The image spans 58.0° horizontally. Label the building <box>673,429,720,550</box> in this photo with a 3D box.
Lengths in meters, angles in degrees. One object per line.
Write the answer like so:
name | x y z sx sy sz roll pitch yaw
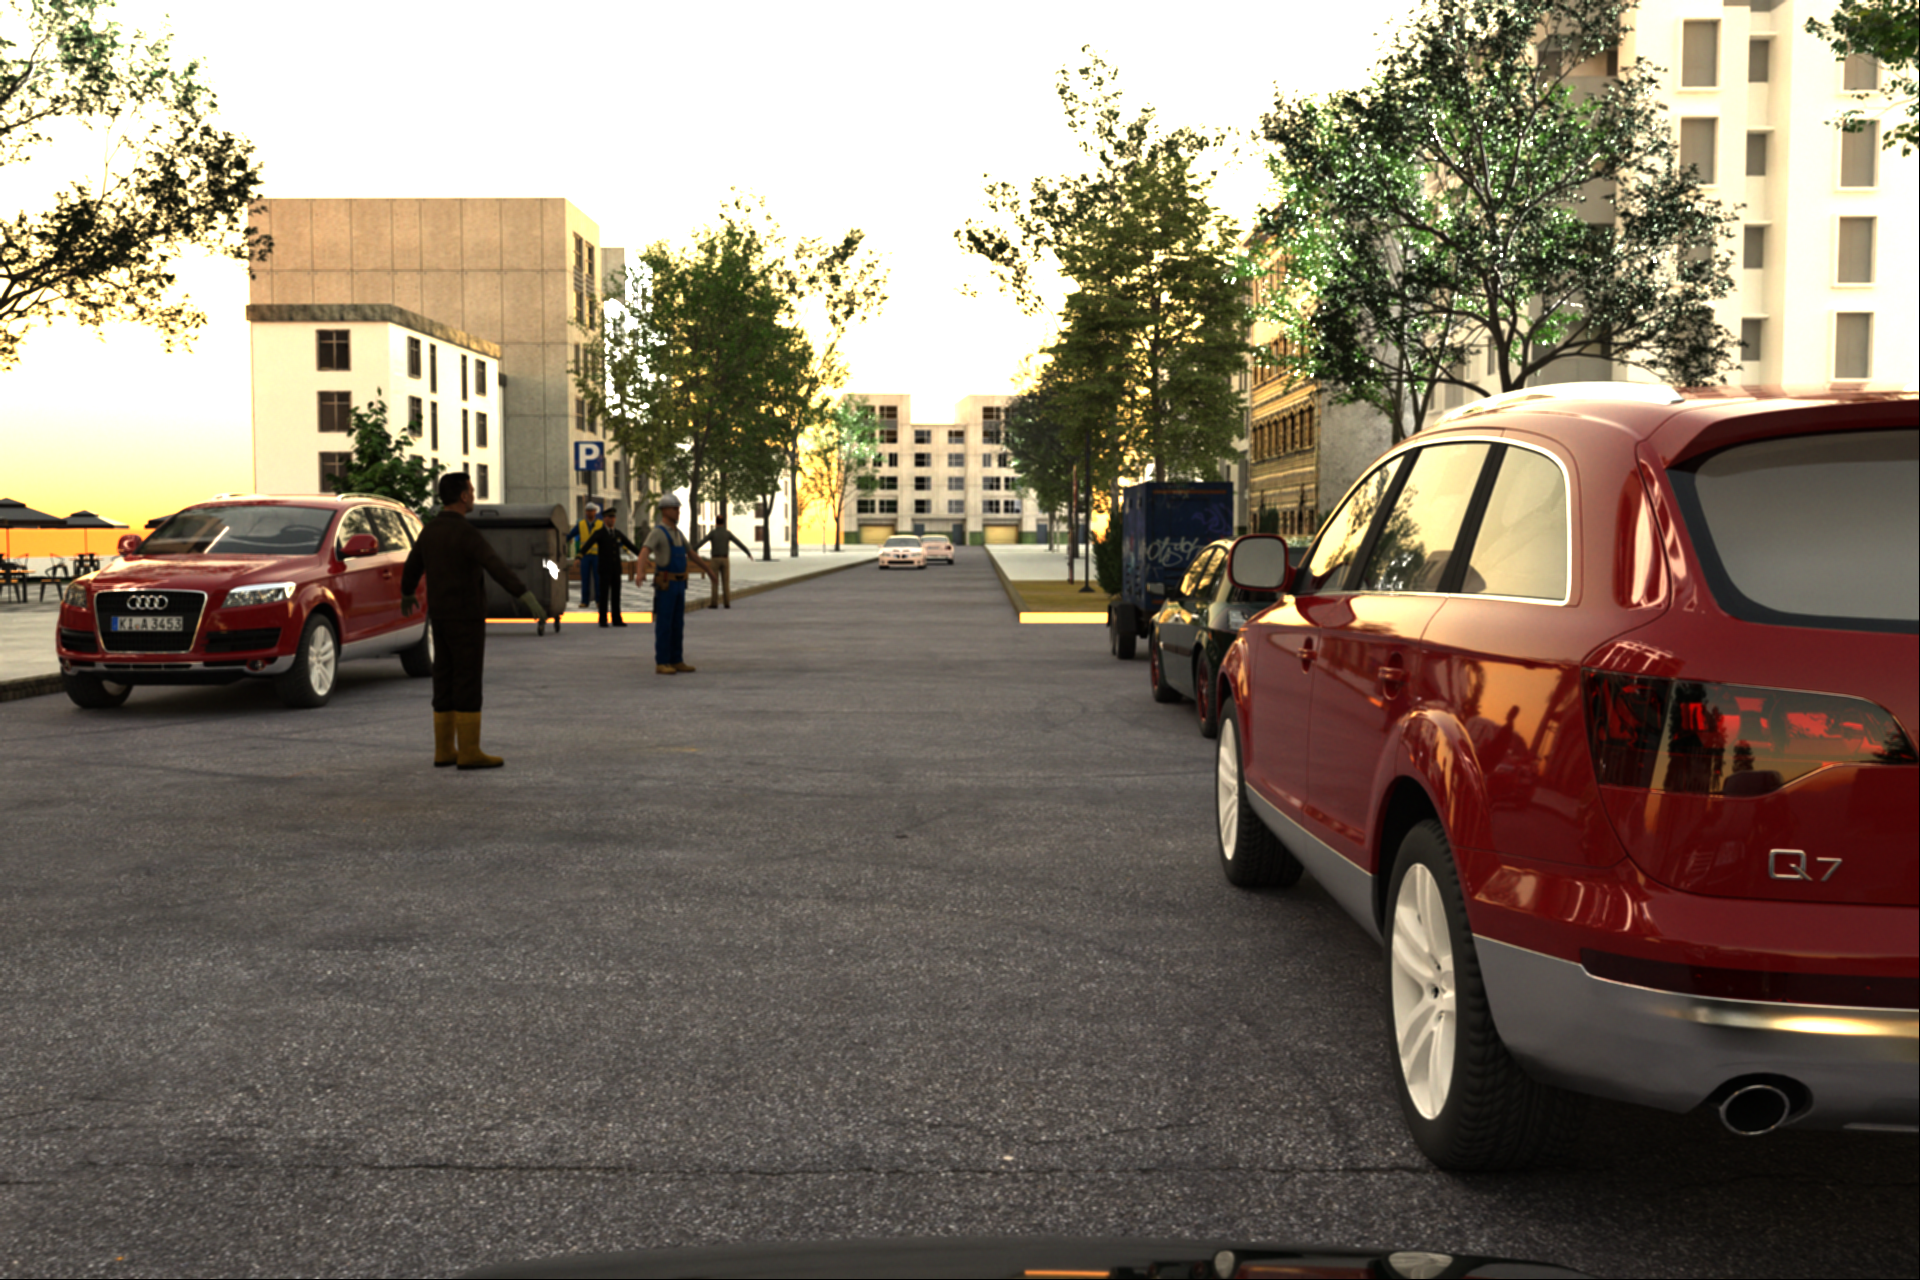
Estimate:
building | -25.401 -12.823 151.797 9.099 9.664 28.070 0 4 1

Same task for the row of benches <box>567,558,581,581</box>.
row of benches | -9.448 -1.667 42.716 1.422 0.672 4.104 -1 4 -13

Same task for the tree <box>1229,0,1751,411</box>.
tree | 8.332 -5.627 26.416 7.601 10.594 8.767 3 4 38

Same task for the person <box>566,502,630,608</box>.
person | -6.430 -1.482 30.197 1.349 1.833 0.705 0 4 -3

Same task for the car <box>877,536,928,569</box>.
car | -2.346 -3.629 71.699 2.083 1.381 4.827 0 4 1

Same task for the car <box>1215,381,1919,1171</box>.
car | 2.071 0.198 5.433 2.281 1.827 5.304 0 4 1

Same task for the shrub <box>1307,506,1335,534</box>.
shrub | 9.976 -2.563 46.328 1.690 2.028 1.600 0 3 0

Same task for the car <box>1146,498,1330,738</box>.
car | 2.526 -0.232 13.578 2.009 1.686 4.222 0 4 -1

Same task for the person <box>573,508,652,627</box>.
person | -5.400 -1.125 26.781 1.347 1.837 0.705 -3 5 -40

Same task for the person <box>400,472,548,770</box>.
person | -3.060 -0.125 10.643 1.346 1.812 0.704 3 4 37

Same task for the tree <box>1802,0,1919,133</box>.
tree | 23.929 -11.125 37.786 12.611 20.169 13.585 0 3 0

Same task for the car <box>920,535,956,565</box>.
car | -1.239 -4.279 82.329 2.083 1.381 4.827 0 4 -1

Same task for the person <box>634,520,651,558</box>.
person | -12.126 -3.693 66.512 0.705 1.813 1.348 3 5 43

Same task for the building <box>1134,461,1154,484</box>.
building | 25.257 -15.354 193.189 9.099 9.664 28.070 0 4 1

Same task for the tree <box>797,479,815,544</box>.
tree | -20.704 -16.610 221.942 4.737 8.622 4.395 0 3 0

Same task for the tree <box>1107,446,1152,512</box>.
tree | 23.267 -18.841 218.421 12.009 13.543 11.850 0 3 0

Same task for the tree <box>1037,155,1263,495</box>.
tree | 5.845 -8.228 52.655 7.486 12.596 7.792 0 3 0

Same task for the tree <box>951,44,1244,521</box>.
tree | 5.153 -13.098 70.034 12.611 20.169 13.585 0 3 0

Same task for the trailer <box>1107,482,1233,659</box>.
trailer | 2.504 -0.845 20.870 1.471 1.999 3.904 0 3 0

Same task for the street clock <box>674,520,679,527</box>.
street clock | -7.399 -2.457 44.743 0.358 2.002 0.471 0 4 1

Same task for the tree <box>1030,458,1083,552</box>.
tree | 7.030 -10.619 123.983 4.737 8.622 4.395 0 3 0

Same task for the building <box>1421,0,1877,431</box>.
building | 22.661 -12.716 64.321 16.016 20.090 11.380 0 4 0

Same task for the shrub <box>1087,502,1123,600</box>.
shrub | 3.378 -1.826 33.904 1.661 2.075 1.752 0 3 0

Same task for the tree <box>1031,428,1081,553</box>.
tree | 6.391 -10.271 118.299 4.737 8.622 4.395 0 3 0

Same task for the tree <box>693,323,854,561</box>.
tree | -9.148 -9.606 82.809 9.928 11.665 9.643 0 3 0

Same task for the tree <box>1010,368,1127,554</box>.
tree | 6.571 -11.706 109.528 7.486 12.596 7.792 0 3 0

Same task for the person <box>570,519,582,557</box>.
person | -13.344 -3.352 60.937 1.347 1.817 0.704 3 5 39

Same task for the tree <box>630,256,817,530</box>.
tree | -9.798 -9.366 71.260 7.486 12.596 7.792 0 3 0

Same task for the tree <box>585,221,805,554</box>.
tree | -8.787 -8.058 57.503 9.928 11.665 9.643 0 3 0

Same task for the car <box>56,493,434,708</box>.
car | -6.270 -0.445 15.955 2.281 1.827 5.304 0 4 0

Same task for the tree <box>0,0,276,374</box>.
tree | -12.824 -5.375 22.301 8.767 10.594 7.601 0 4 -3

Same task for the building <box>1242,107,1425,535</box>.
building | 24.299 -15.300 81.076 19.493 23.208 18.063 0 4 0

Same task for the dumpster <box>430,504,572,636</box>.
dumpster | -6.583 -1.010 24.731 1.865 1.857 1.264 0 4 1

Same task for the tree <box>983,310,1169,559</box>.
tree | 6.255 -11.059 91.186 12.009 13.543 11.850 0 3 0

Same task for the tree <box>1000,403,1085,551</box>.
tree | 6.907 -12.591 131.625 9.928 11.665 9.643 0 3 0

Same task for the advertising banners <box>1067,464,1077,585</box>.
advertising banners | 2.865 -2.943 44.305 0.090 3.025 2.074 0 4 0

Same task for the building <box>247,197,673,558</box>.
building | -28.881 -14.712 107.006 16.747 18.905 31.486 0 4 1

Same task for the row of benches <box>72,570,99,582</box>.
row of benches | -13.723 -0.887 29.962 4.104 0.672 1.422 2 4 27

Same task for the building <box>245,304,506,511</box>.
building | -24.976 -8.275 77.448 9.099 9.664 28.070 0 4 1

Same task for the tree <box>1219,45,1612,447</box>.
tree | 9.608 -6.810 37.100 9.928 11.665 9.643 0 3 0

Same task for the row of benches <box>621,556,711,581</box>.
row of benches | -8.440 -1.992 48.024 1.422 0.672 4.104 3 5 45

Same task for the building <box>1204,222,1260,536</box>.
building | 25.295 -14.671 106.325 16.747 18.905 31.486 0 4 1

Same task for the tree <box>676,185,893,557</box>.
tree | -10.782 -14.724 96.632 12.611 20.169 13.585 0 3 0

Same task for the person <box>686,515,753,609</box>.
person | -4.632 -1.507 33.374 1.348 1.796 0.705 -1 4 -20

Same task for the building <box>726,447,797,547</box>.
building | -21.462 -14.564 180.270 9.099 9.664 28.070 0 3 0

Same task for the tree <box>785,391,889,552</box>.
tree | -9.008 -12.279 126.518 9.928 11.665 9.643 0 3 0

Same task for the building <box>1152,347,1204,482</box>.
building | 24.138 -19.202 170.374 16.016 20.090 11.380 0 4 1

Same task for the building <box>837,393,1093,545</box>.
building | 0.158 -21.800 225.339 31.486 18.905 16.747 0 4 -7

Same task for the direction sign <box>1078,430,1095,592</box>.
direction sign | 2.804 -2.824 38.177 0.379 3.537 0.876 0 4 0

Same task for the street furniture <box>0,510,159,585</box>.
street furniture | -29.373 -2.418 44.568 27.439 1.986 14.083 0 4 0

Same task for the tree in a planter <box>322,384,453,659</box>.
tree in a planter | -6.997 -1.444 20.824 1.991 3.239 1.994 0 4 1

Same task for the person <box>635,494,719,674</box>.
person | -2.965 -0.584 17.858 0.705 1.847 1.347 2 4 27

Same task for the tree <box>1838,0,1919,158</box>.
tree | 8.163 -5.160 10.123 9.928 11.665 9.643 0 3 0

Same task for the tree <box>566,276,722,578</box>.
tree | -9.347 -6.108 50.228 4.737 8.622 4.395 0 3 0

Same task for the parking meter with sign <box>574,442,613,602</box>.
parking meter with sign | -6.972 -2.279 33.522 0.543 3.016 1.738 0 4 1

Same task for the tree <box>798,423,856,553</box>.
tree | -9.137 -10.099 115.473 4.360 8.622 3.978 0 3 0
